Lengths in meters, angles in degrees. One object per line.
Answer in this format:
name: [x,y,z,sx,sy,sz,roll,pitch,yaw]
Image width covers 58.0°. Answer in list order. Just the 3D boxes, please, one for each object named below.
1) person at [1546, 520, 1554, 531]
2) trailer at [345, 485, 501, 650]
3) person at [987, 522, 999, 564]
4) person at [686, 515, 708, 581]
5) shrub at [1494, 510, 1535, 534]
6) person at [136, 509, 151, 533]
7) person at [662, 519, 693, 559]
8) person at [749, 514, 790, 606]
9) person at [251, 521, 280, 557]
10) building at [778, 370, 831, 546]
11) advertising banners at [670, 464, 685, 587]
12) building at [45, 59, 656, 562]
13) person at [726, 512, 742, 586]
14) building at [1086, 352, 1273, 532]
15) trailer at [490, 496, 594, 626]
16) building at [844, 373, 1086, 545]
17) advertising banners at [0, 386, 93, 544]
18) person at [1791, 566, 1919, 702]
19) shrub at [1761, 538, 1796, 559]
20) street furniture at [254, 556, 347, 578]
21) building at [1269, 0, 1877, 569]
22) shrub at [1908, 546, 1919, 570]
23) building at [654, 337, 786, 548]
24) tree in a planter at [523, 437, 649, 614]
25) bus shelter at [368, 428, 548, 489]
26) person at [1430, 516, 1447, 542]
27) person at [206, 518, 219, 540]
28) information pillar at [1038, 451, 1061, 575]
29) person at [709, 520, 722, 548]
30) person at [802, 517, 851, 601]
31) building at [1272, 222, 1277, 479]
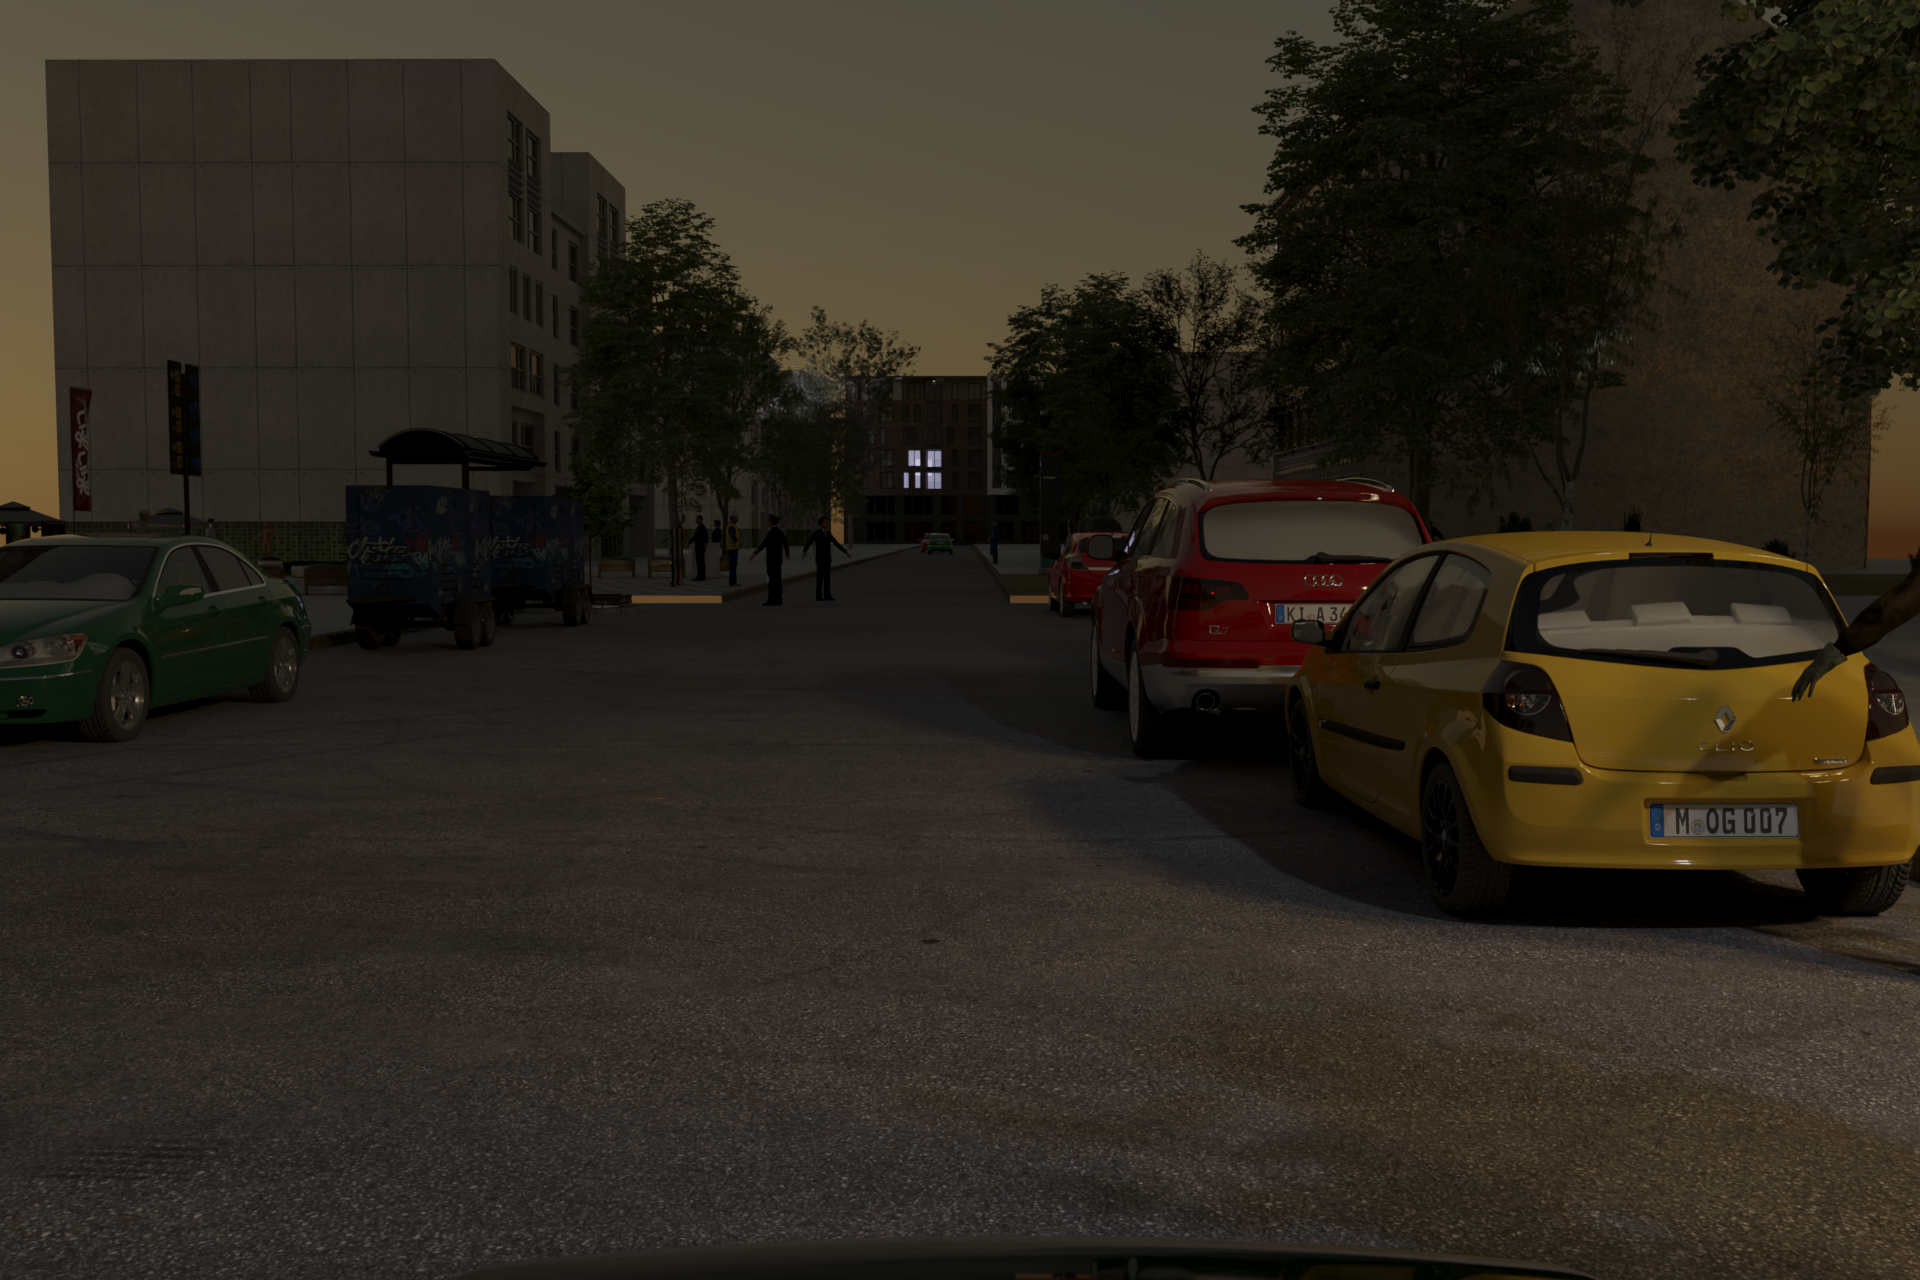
person: [19.865,-3.191,58.644,0.721,1.772,1.216,-1,4,-11]
trailer: [-6.702,-0.855,21.024,1.471,1.999,3.904,0,4,0]
person: [1.453,-4.140,73.817,0.704,1.817,1.347,1,4,17]
person: [-7.126,-2.512,47.303,0.704,1.802,1.346,-2,4,-30]
shrub: [17.567,-3.106,54.824,1.661,2.075,1.752,0,3,0]
person: [-18.455,-2.043,39.262,0.705,1.847,1.347,-1,4,-13]
person: [-10.775,-3.701,66.283,1.354,1.858,0.705,2,4,23]
person: [-3.756,-1.612,34.750,0.705,1.837,1.347,2,4,28]
person: [-24.633,-3.344,61.475,1.217,1.733,0.721,1,4,16]
building: [-24.936,-20.575,202.856,16.747,18.905,31.486,0,4,1]
advertising banners: [-6.993,-2.867,43.056,0.090,3.025,2.074,0,4,1]
building: [-25.517,-13.098,80.603,16.747,18.905,31.486,0,4,0]
person: [-5.551,-2.244,42.658,0.705,1.833,1.349,-1,4,-11]
building: [22.433,-18.959,176.432,16.747,18.905,31.486,0,4,0]
trailer: [-6.620,-1.185,26.426,1.471,1.999,3.904,0,4,0]
building: [1.473,-23.604,232.357,32.646,21.610,27.936,0,4,1]
advertising banners: [-10.514,-1.459,20.046,0.090,3.025,2.074,0,4,0]
person: [3.334,0.191,5.469,1.346,1.812,0.704,0,4,-2]
shrub: [21.763,-2.147,46.224,1.383,1.207,1.383,0,3,0]
street furniture: [-18.245,-2.287,53.012,10.072,0.657,5.734,-2,4,-24]
building: [23.956,-14.728,71.732,19.493,23.208,18.063,0,4,0]
shrub: [24.265,-1.968,43.294,1.383,1.207,1.383,0,3,0]
building: [-27.155,-18.566,170.013,16.747,18.905,31.486,0,3,0]
tree in a planter: [-6.854,-2.129,32.039,1.991,3.239,1.994,0,4,1]
bus shelter: [-10.214,-2.560,35.785,2.014,3.302,5.546,0,4,1]
person: [14.587,-2.949,53.993,1.354,1.856,0.705,1,4,18]
person: [-24.970,-3.161,57.871,0.705,1.806,1.347,-1,4,-9]
information pillar: [2.850,-3.985,54.533,0.750,3.857,0.750,0,4,0]
person: [-7.880,-2.988,55.575,0.721,1.740,1.216,0,4,6]
person: [-2.913,-1.748,37.216,0.705,1.806,1.347,3,5,45]
building: [23.735,-15.009,101.813,16.016,20.090,11.380,0,4,1]
